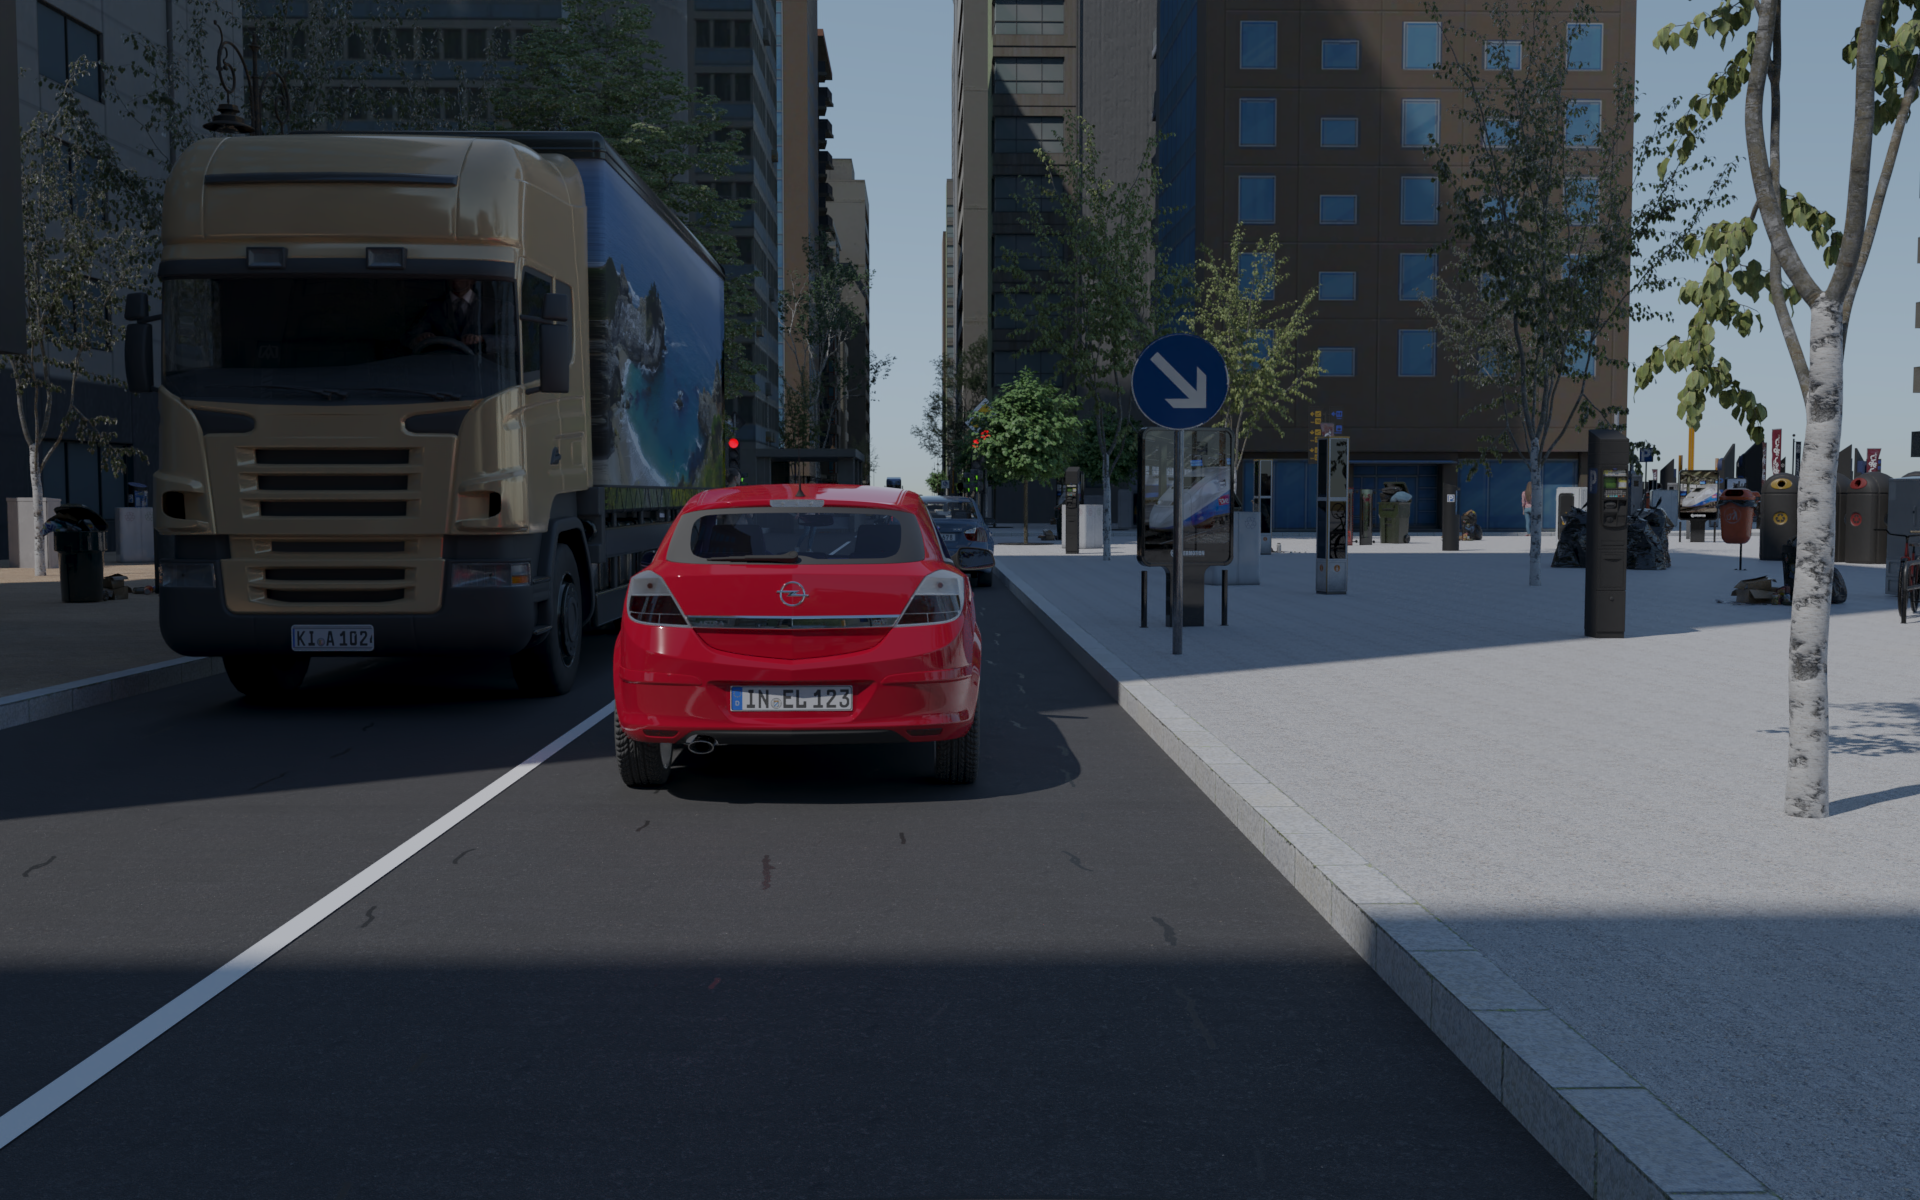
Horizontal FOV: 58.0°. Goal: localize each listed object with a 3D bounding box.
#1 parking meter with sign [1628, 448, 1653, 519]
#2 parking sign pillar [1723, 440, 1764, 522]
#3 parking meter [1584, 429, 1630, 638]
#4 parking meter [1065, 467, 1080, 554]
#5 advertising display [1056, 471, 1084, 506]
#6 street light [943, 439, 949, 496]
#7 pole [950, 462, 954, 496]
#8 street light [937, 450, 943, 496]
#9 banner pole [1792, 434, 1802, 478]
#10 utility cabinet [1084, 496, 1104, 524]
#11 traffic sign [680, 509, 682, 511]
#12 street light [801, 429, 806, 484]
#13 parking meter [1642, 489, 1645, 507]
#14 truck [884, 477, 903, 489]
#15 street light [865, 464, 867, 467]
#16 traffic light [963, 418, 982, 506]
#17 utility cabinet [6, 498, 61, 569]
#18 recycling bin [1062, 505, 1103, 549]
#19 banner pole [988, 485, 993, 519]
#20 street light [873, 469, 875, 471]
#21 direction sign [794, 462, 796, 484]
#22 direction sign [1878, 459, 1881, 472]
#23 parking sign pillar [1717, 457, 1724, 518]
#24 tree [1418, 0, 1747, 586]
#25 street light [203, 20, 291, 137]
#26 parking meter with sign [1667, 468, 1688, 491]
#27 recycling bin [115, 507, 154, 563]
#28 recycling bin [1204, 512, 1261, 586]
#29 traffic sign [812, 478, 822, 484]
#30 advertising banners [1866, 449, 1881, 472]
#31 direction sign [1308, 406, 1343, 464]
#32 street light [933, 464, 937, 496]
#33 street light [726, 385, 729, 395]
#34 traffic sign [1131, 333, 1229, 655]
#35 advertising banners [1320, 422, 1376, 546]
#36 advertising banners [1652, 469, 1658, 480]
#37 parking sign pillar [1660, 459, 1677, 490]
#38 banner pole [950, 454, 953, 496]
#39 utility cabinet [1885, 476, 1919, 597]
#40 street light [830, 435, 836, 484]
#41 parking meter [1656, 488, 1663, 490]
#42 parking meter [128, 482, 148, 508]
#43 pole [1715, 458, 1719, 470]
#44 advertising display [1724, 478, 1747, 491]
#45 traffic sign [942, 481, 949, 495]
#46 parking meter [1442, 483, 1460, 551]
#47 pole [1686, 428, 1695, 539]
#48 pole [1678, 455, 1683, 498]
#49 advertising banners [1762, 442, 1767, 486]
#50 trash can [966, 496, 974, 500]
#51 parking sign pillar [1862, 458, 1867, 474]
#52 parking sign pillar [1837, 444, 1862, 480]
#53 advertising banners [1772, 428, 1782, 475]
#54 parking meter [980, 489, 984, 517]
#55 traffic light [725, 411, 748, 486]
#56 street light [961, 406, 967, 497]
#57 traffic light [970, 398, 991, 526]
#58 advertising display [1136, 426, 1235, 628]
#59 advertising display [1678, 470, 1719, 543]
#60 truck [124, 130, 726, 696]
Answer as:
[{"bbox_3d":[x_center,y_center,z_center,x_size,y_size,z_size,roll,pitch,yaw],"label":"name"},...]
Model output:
[{"bbox_3d":[25.046,-4.177,64.563,1.738,3.016,0.543,-2,4,-33],"label":"parking meter with sign"},{"bbox_3d":[36.508,-5.599,80.021,1.447,3.967,1.447,-2,4,-28],"label":"parking sign pillar"},{"bbox_3d":[5.776,-0.597,15.469,0.255,1.863,0.399,0,4,1],"label":"parking meter"},{"bbox_3d":[2.410,-1.920,37.099,0.255,1.863,0.399,1,4,12],"label":"parking meter"},{"bbox_3d":[3.098,-2.665,48.793,0.123,1.923,0.974,-3,5,-43],"label":"advertising display"},{"bbox_3d":[-0.896,-9.822,133.377,0.468,5.910,1.993,0,4,-1],"label":"street light"},{"bbox_3d":[-0.506,-7.201,111.575,0.158,3.312,0.155,0,3,0],"label":"pole"},{"bbox_3d":[-1.719,-11.911,167.535,0.468,5.910,1.993,0,4,-1],"label":"street light"},{"bbox_3d":[34.827,-5.026,72.195,0.863,3.779,0.401,-3,4,-37],"label":"banner pole"},{"bbox_3d":[5.668,-3.826,73.721,1.020,1.237,0.306,0,4,4],"label":"utility cabinet"},{"bbox_3d":[-7.392,-2.805,45.961,0.768,2.556,0.104,0,4,2],"label":"traffic sign"},{"bbox_3d":[-9.082,-7.807,100.429,0.468,5.910,1.993,0,4,-1],"label":"street light"},{"bbox_3d":[33.912,-4.762,86.271,0.372,1.533,0.369,0,3,0],"label":"parking meter"},{"bbox_3d":[-10.678,-17.804,280.851,2.967,4.110,18.799,0,4,-2],"label":"truck"},{"bbox_3d":[-11.853,-15.030,218.534,0.468,5.910,1.993,0,4,-1],"label":"street light"},{"bbox_3d":[0.531,-4.261,58.595,0.839,4.253,0.868,0,4,-1],"label":"traffic light"},{"bbox_3d":[-16.048,-1.155,30.049,1.020,1.237,0.306,2,4,25],"label":"utility cabinet"},{"bbox_3d":[2.887,-1.730,40.843,0.722,1.027,0.722,3,5,40],"label":"recycling bin"},{"bbox_3d":[1.267,-4.966,71.207,0.401,3.779,0.863,-1,4,-16],"label":"banner pole"},{"bbox_3d":[-12.936,-17.583,260.267,0.468,5.910,1.993,0,4,-1],"label":"street light"},{"bbox_3d":[-8.396,-5.889,88.281,0.379,3.537,0.876,-1,4,-11],"label":"direction sign"},{"bbox_3d":[58.642,-7.294,111.251,0.876,3.537,0.379,2,4,35],"label":"direction sign"},{"bbox_3d":[40.631,-6.328,91.937,1.447,3.967,1.447,-3,5,-43],"label":"parking sign pillar"},{"bbox_3d":[8.105,-4.491,23.796,4.360,8.622,3.978,0,3,0],"label":"tree"},{"bbox_3d":[-7.083,-2.738,17.560,0.468,5.910,1.993,0,4,-1],"label":"street light"},{"bbox_3d":[48.562,-7.445,117.979,1.738,3.016,0.543,2,4,31],"label":"parking meter with sign"},{"bbox_3d":[-15.486,-1.229,32.655,0.722,1.027,0.722,-2,4,-32],"label":"recycling bin"},{"bbox_3d":[3.814,-0.740,24.652,0.722,1.027,0.722,-1,4,-14],"label":"recycling bin"},{"bbox_3d":[-8.827,-6.409,106.916,0.606,2.300,0.079,0,4,3],"label":"traffic sign"},{"bbox_3d":[34.009,-4.274,66.069,2.074,3.025,0.090,0,4,8],"label":"advertising banners"},{"bbox_3d":[9.459,-3.232,44.847,0.876,3.537,0.379,0,4,3],"label":"direction sign"},{"bbox_3d":[-2.677,-14.468,209.336,0.468,5.910,1.993,0,4,-1],"label":"street light"},{"bbox_3d":[-8.010,-5.251,58.642,0.468,5.910,1.993,0,4,-1],"label":"street light"},{"bbox_3d":[1.742,-0.837,13.799,0.768,2.556,0.104,0,4,5],"label":"traffic sign"},{"bbox_3d":[9.600,-2.858,42.917,2.074,3.025,0.090,-3,4,-37],"label":"advertising banners"},{"bbox_3d":[49.023,-7.621,120.792,2.074,3.025,0.090,-1,4,-21],"label":"advertising banners"},{"bbox_3d":[54.278,-8.826,132.771,1.447,3.967,1.447,-1,4,-22],"label":"parking sign pillar"},{"bbox_3d":[-0.520,-7.237,108.347,0.401,3.779,0.863,0,4,6],"label":"banner pole"},{"bbox_3d":[11.799,-0.769,21.256,0.318,1.500,1.173,0,4,3],"label":"utility cabinet"},{"bbox_3d":[-9.950,-9.991,136.136,0.468,5.910,1.993,0,4,-1],"label":"street light"},{"bbox_3d":[29.327,-3.940,72.836,0.372,1.533,0.369,0,3,0],"label":"parking meter"},{"bbox_3d":[-17.207,-1.705,36.280,0.372,1.533,0.369,0,3,0],"label":"parking meter"},{"bbox_3d":[43.029,-6.402,98.516,0.158,3.312,0.155,0,3,0],"label":"pole"},{"bbox_3d":[30.727,-3.879,68.635,0.974,1.923,0.123,-1,4,-16],"label":"advertising display"},{"bbox_3d":[-1.086,-7.764,129.070,0.606,2.300,0.079,0,4,8],"label":"traffic sign"},{"bbox_3d":[11.091,-1.878,39.108,0.372,1.533,0.369,0,3,0],"label":"parking meter"},{"bbox_3d":[20.714,-3.380,49.104,0.158,3.312,0.155,0,3,0],"label":"pole"},{"bbox_3d":[37.694,-5.922,90.675,0.158,3.312,0.155,0,3,0],"label":"pole"},{"bbox_3d":[27.546,-3.836,58.904,0.090,3.025,2.074,3,5,40],"label":"advertising banners"},{"bbox_3d":[0.762,-6.472,117.468,0.748,1.137,0.748,0,3,0],"label":"trash can"},{"bbox_3d":[52.862,-6.915,101.539,1.447,3.967,1.447,-3,5,-42],"label":"parking sign pillar"},{"bbox_3d":[47.794,-6.464,94.159,1.447,3.967,1.447,-3,5,-42],"label":"parking sign pillar"},{"bbox_3d":[21.866,-3.024,45.627,0.090,3.025,2.074,0,4,-1],"label":"advertising banners"},{"bbox_3d":[1.262,-5.048,90.946,0.372,1.533,0.369,0,3,0],"label":"parking meter"},{"bbox_3d":[-7.577,-4.248,58.383,0.839,4.253,0.868,0,4,-1],"label":"traffic light"},{"bbox_3d":[0.245,-7.225,90.909,0.468,5.910,1.993,0,4,-1],"label":"street light"},{"bbox_3d":[0.725,-3.773,50.612,0.839,4.253,0.868,0,4,-1],"label":"traffic light"},{"bbox_3d":[2.177,-0.704,16.718,0.974,1.923,0.123,-1,4,-17],"label":"advertising display"},{"bbox_3d":[19.580,-2.491,45.940,0.974,1.923,0.123,1,4,18],"label":"advertising display"},{"bbox_3d":[-4.008,-1.638,15.701,2.839,4.237,11.283,0,4,-1],"label":"truck"}]
